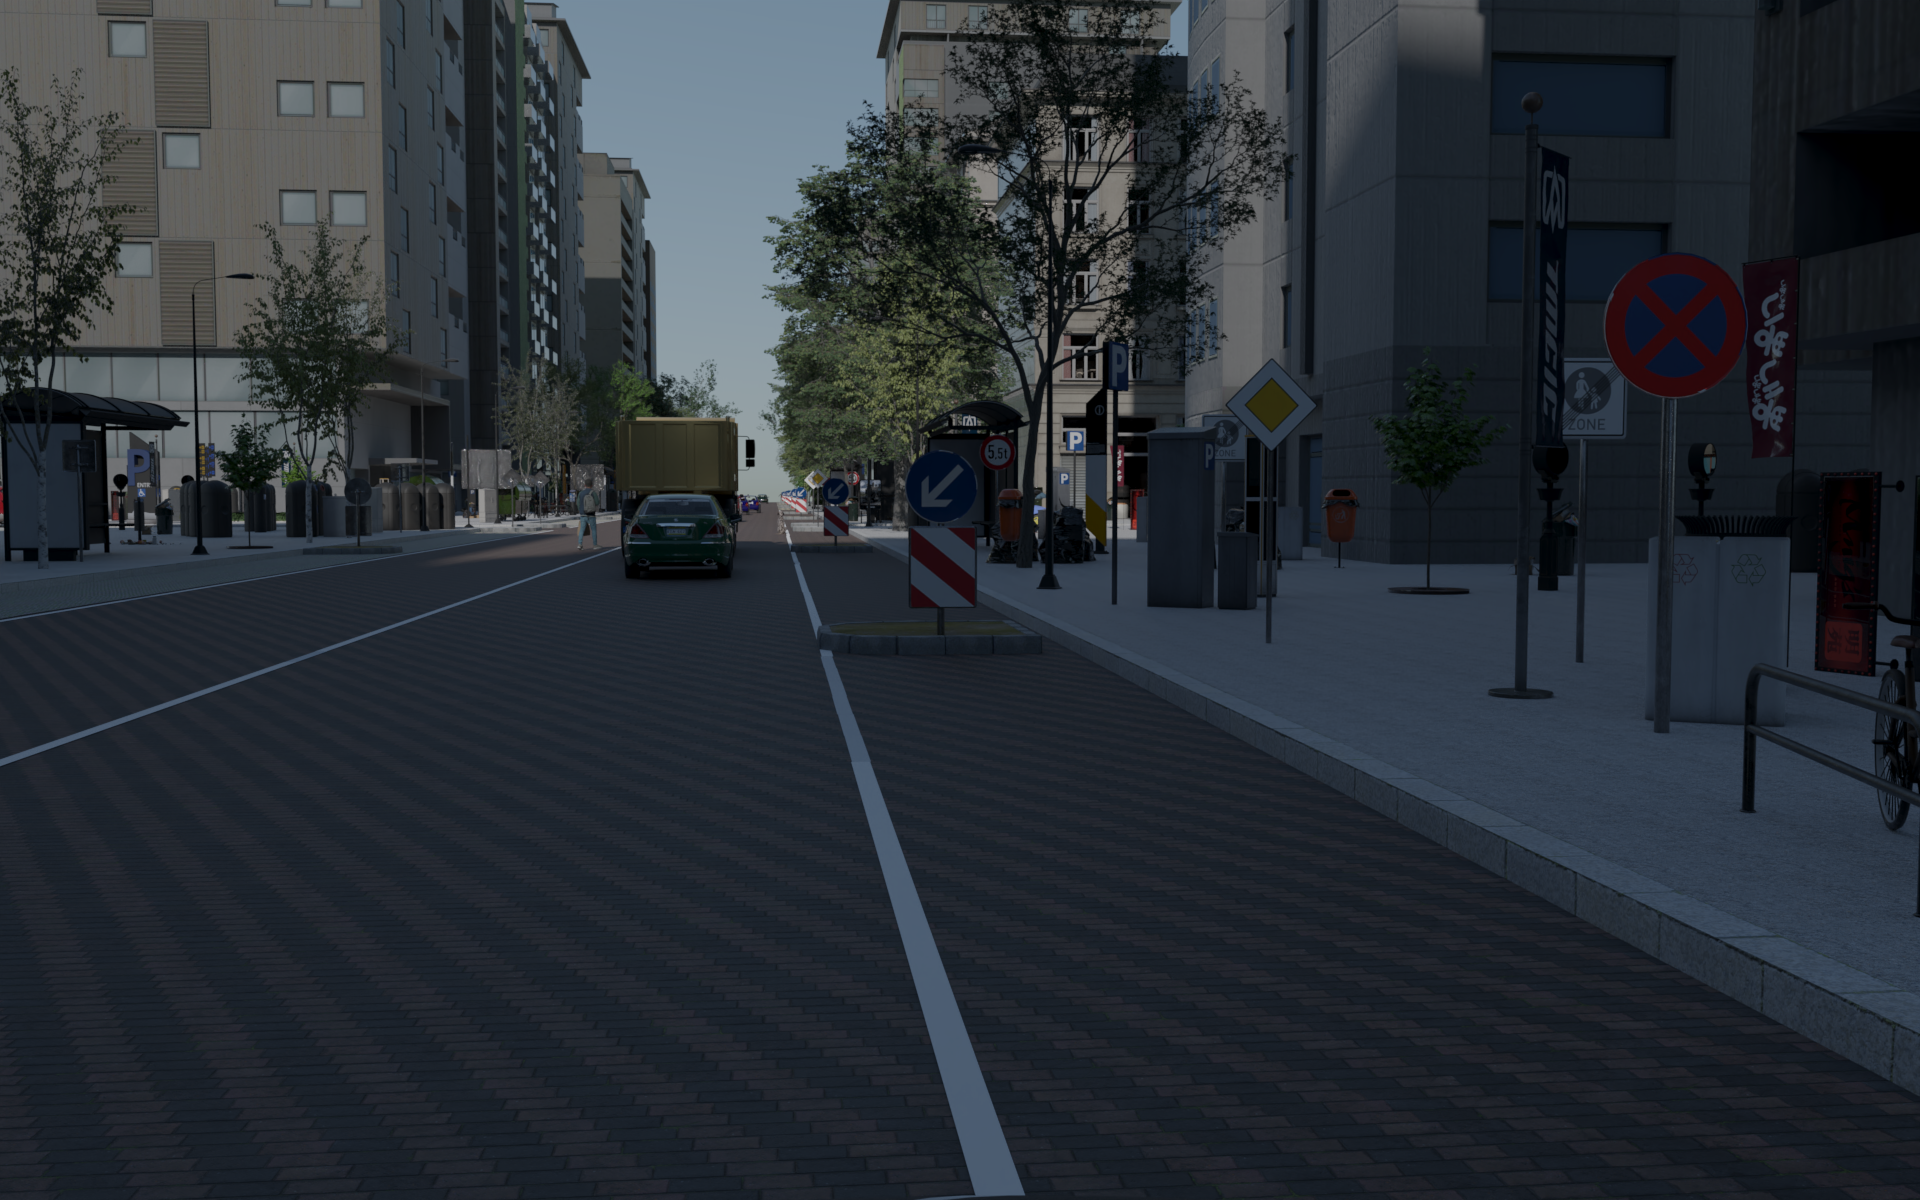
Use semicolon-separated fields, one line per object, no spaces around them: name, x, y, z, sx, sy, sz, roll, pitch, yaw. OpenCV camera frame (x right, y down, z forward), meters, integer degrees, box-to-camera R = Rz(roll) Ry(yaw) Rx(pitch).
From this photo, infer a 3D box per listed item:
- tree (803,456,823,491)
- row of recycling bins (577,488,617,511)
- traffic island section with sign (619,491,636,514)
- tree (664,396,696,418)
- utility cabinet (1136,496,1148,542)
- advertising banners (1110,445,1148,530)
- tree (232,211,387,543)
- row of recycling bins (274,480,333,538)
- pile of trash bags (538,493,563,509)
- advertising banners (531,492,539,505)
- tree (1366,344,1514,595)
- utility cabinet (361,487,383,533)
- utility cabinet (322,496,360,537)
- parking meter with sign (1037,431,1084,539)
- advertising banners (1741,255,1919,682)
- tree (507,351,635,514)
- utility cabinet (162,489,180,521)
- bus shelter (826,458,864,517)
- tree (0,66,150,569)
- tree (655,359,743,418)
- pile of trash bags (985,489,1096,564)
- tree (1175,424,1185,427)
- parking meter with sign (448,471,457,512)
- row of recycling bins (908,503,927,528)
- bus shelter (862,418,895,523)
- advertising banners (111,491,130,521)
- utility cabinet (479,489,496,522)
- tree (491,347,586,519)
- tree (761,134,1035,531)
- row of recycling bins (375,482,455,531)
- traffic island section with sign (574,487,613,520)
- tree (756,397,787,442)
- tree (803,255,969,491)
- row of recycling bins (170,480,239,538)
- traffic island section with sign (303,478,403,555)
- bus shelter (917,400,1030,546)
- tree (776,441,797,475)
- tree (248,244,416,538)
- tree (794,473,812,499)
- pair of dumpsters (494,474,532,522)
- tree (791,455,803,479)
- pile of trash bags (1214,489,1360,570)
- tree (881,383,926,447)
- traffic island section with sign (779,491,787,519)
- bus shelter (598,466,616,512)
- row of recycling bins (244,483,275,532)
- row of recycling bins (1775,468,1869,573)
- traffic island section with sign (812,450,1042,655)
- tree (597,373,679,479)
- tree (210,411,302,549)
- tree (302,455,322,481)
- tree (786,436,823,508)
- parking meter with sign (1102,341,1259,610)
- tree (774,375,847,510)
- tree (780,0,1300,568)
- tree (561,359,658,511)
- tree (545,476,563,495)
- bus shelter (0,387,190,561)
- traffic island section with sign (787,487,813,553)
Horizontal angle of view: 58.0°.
tree;-11.512;-11.897;144.870;4.360;8.622;3.978;0;3;0
row of recycling bins;-27.097;-7.390;127.947;3.534;1.692;1.069;0;4;-5
traffic island section with sign;-23.378;-7.058;124.019;1.989;1.847;2.006;0;4;-6
tree;-32.550;-16.468;187.372;7.486;12.596;7.792;0;3;0
utility cabinet;4.894;-2.160;46.470;0.306;1.237;1.020;1;4;9
advertising banners;6.354;-4.009;61.735;2.074;3.025;0.090;1;4;15
tree;-17.195;-5.822;45.546;4.737;8.622;4.395;0;3;0
row of recycling bins;-19.864;-2.794;52.798;1.069;1.692;3.534;-1;4;-10
pile of trash bags;-31.353;-7.398;130.717;3.447;1.369;1.912;0;4;2
advertising banners;-31.513;-7.887;125.135;2.074;3.025;0.090;-1;4;-11
tree;6.034;-1.710;22.560;1.663;3.219;1.824;0;3;0
utility cabinet;-19.575;-2.950;56.915;1.173;1.500;0.318;1;4;16
utility cabinet;-18.547;-2.486;51.810;1.020;1.237;0.306;1;4;20
parking meter with sign;2.762;-3.202;48.621;0.543;3.016;1.738;-2;4;-29
advertising banners;6.327;-0.982;12.251;0.090;3.025;2.074;-1;4;-23
tree;-24.956;-10.884;112.363;8.767;10.594;7.601;-1;4;-19
utility cabinet;-36.355;-4.358;79.931;0.318;1.500;1.173;0;4;5
bus shelter;-6.677;-6.503;100.248;2.014;3.302;5.546;0;4;-6
tree;-15.975;-4.844;29.570;4.360;8.622;3.978;0;3;0
tree;-36.836;-23.601;241.766;12.611;20.169;13.585;0;3;0
pile of trash bags;1.354;-1.364;32.058;1.912;1.369;3.447;1;4;17
tree;9.360;-4.864;63.238;4.285;4.588;4.351;0;3;0
parking meter with sign;-35.398;-7.627;120.959;0.543;3.016;1.738;-1;4;-14
row of recycling bins;-0.809;-2.546;48.741;1.069;1.692;3.534;1;4;10
bus shelter;-3.413;-6.320;80.970;2.179;5.291;8.768;0;4;-6
advertising banners;-40.438;-5.303;82.889;0.090;3.025;2.074;1;4;16
utility cabinet;-21.112;-4.210;77.510;0.318;1.500;1.173;1;4;11
tree;-21.930;-8.416;87.970;4.360;8.622;3.978;0;3;0
tree;-2.150;-9.389;60.163;9.857;13.997;8.962;0;3;0
row of recycling bins;-19.476;-3.360;62.050;1.069;1.692;3.534;2;4;28
traffic island section with sign;-20.452;-5.387;96.709;1.989;1.847;2.006;0;4;-6
tree;-25.559;-25.373;270.742;12.611;20.169;13.585;0;3;0
tree;-1.519;-6.235;52.311;4.737;8.622;4.395;0;3;0
row of recycling bins;-22.769;-2.755;52.163;1.069;1.692;3.534;-2;4;-35
traffic island section with sign;-14.549;-2.021;41.679;1.989;1.847;2.006;0;4;-6
bus shelter;0.245;-2.822;40.058;2.014;3.302;5.546;0;4;-6
tree;-27.016;-23.441;293.636;12.009;13.543;11.850;0;3;0
tree;-18.024;-6.103;50.145;4.360;8.622;3.978;0;3;0
tree;-21.024;-15.525;237.554;4.285;4.588;4.351;0;3;0
pair of dumpsters;-21.443;-4.886;82.384;1.574;2.255;4.437;0;4;-6
tree;-18.104;-15.946;211.082;4.737;8.622;4.395;0;3;0
pile of trash bags;5.164;-1.241;30.042;3.447;1.369;1.912;1;4;10
tree;-3.300;-9.582;107.028;4.360;8.622;3.978;0;3;0
traffic island section with sign;-9.157;-5.496;98.486;1.989;1.847;2.006;0;4;-6
bus shelter;-25.754;-7.928;123.538;2.014;3.302;5.546;0;4;-6
row of recycling bins;-24.479;-3.272;60.607;1.069;1.692;3.534;-1;4;-20
row of recycling bins;15.014;-1.265;27.798;3.534;1.692;1.069;2;4;30
traffic island section with sign;-0.352;-0.476;16.410;1.989;1.847;2.006;0;4;-6
tree;-29.967;-15.137;164.497;9.611;12.733;9.660;0;3;0
tree;-16.860;-2.826;40.811;1.663;3.219;1.824;0;3;0
tree;-28.679;-4.913;74.932;1.663;3.219;1.824;0;3;0
tree;-12.802;-14.595;164.380;9.928;11.665;9.643;0;3;0
parking meter with sign;2.508;-1.427;19.596;1.738;3.016;0.543;2;4;30
tree;-10.795;-13.355;136.474;7.486;12.596;7.792;0;3;0
tree;1.165;-5.815;29.487;8.767;10.594;7.601;-1;4;-11
tree;-26.830;-12.752;134.250;9.928;11.665;9.643;0;3;0
tree;-34.190;-9.334;147.218;1.663;3.219;1.824;0;3;0
bus shelter;-17.719;-2.541;35.477;2.014;3.302;5.546;0;4;-6
traffic island section with sign;-3.231;-2.115;43.211;1.989;1.847;2.006;0;4;-6
